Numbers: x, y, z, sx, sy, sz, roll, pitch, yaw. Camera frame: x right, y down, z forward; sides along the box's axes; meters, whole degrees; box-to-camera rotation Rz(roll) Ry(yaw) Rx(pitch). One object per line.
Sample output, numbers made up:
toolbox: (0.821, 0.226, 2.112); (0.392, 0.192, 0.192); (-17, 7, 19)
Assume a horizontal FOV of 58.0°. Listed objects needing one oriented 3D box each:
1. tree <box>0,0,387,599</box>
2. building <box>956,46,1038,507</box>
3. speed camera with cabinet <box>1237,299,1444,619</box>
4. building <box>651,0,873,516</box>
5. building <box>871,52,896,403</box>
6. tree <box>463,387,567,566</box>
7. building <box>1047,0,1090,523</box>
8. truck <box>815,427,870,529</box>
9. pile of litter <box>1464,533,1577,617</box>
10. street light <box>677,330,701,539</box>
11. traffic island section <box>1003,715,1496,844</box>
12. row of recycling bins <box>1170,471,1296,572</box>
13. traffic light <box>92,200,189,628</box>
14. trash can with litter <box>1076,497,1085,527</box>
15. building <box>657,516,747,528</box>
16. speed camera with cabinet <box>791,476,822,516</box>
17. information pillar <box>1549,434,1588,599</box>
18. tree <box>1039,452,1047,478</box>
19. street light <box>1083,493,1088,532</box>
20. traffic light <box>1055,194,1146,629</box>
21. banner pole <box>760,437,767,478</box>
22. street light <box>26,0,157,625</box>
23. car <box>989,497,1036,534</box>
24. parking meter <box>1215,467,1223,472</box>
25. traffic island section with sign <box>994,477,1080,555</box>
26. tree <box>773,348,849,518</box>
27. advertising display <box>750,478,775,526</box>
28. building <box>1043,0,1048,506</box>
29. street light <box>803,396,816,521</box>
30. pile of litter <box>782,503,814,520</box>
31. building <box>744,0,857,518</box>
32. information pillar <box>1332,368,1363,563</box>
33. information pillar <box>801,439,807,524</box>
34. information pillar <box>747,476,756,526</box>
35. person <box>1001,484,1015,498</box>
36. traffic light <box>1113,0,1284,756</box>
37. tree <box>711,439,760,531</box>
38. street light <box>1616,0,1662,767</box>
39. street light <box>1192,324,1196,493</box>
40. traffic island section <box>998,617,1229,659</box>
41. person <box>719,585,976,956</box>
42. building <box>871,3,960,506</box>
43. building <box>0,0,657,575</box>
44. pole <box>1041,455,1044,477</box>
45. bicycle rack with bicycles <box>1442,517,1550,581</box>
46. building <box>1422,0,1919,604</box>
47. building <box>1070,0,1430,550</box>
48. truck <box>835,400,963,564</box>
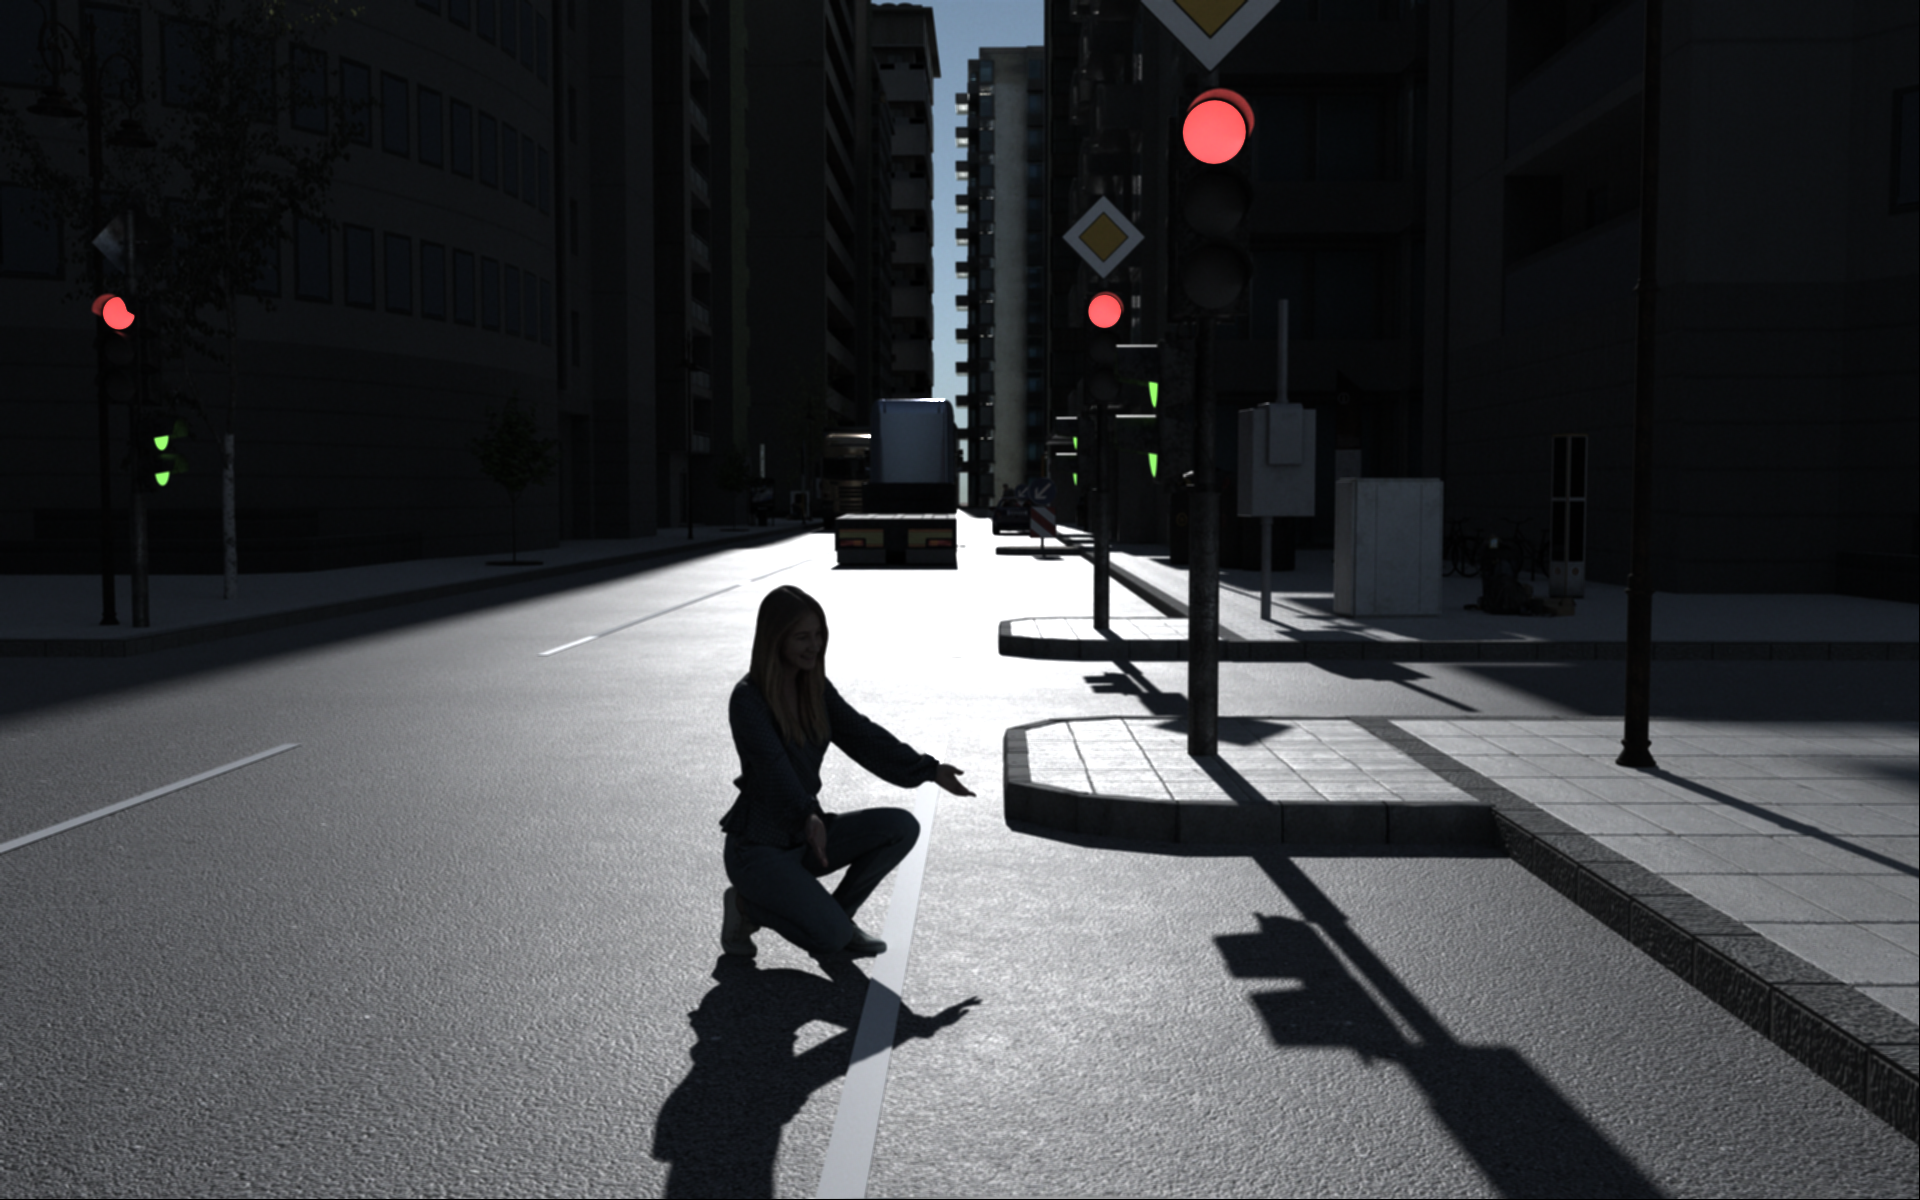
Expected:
tree: (-9.167, -4.317, 20.944); (4.360, 8.622, 3.978); (0, 3, 0)
building: (14.857, -34.635, 185.887); (30.456, 49.044, 23.786); (0, 4, 1)
speed camera with cabinet: (3.948, -1.447, 17.990); (2.038, 3.252, 0.660); (0, 4, -7)
building: (-13.528, -26.693, 120.021); (14.154, 41.232, 14.086); (0, 4, 1)
building: (-17.901, -28.133, 151.852); (23.993, 40.220, 32.217); (0, 4, 1)
tree: (-7.966, -2.251, 31.401); (1.663, 3.219, 1.824); (0, 3, 0)
building: (11.115, -18.972, 81.894); (14.160, 30.474, 14.107); (0, 4, 1)
truck: (-4.460, -5.217, 74.211); (2.839, 4.237, 11.283); (0, 4, -1)
pile of litter: (6.114, -0.300, 18.877); (1.176, 0.858, 1.719); (1, 4, 15)
street light: (-7.663, -4.665, 49.064); (0.468, 5.910, 1.993); (0, 4, 1)
traffic island section: (1.219, 0.840, 8.548); (2.009, 0.180, 2.903); (0, 4, 1)
row of recycling bins: (4.758, -1.420, 30.331); (1.069, 1.692, 3.534); (-1, 4, -20)
traffic light: (-7.879, -1.692, 16.578); (0.839, 4.253, 0.868); (0, 4, 1)
trash can with litter: (4.924, -3.501, 68.633); (0.624, 1.170, 1.055); (0, 4, -2)
building: (-16.221, -23.472, 67.363); (14.154, 41.232, 14.086); (0, 4, 1)
speed camera with cabinet: (-7.902, -5.943, 91.512); (2.038, 3.252, 0.660); (-1, 4, -14)
information pillar: (7.466, -1.025, 21.257); (0.304, 2.012, 0.304); (-1, 4, -23)
tree: (6.016, -6.827, 95.336); (4.285, 4.588, 4.351); (0, 3, 0)
street light: (4.258, -5.243, 58.516); (0.468, 5.910, 1.993); (0, 4, 1)
traffic light: (1.331, -1.682, 16.419); (0.839, 4.253, 0.868); (0, 4, 1)
banner pole: (-8.611, -5.265, 76.094); (0.401, 3.779, 0.863); (-2, 4, -29)
street light: (-8.352, -2.694, 16.830); (0.468, 5.910, 1.993); (0, 4, 1)
car: (2.032, -3.076, 62.875); (1.945, 1.354, 3.894); (0, 4, 0)
parking meter: (5.346, -1.874, 36.357); (0.255, 1.863, 0.399); (3, 5, 44)
traffic island section with sign: (1.849, -2.006, 41.422); (1.989, 1.847, 2.006); (0, 4, 1)
tree: (-7.658, -8.429, 88.172); (4.737, 8.622, 4.395); (0, 3, 0)
advertising display: (-7.848, -3.892, 68.843); (0.974, 1.923, 0.123); (0, 4, 7)
building: (16.532, -35.632, 124.581); (21.231, 58.520, 28.212); (0, 4, 1)
street light: (-7.077, -6.661, 81.696); (0.468, 5.910, 1.993); (0, 4, 1)
pile of litter: (-8.093, -4.377, 85.524); (1.719, 0.858, 1.176); (1, 4, 17)
building: (-17.618, -29.258, 102.063); (21.300, 48.544, 21.600); (0, 4, 1)
information pillar: (7.222, -2.502, 32.262); (0.504, 3.616, 0.183); (1, 4, 23)
information pillar: (-6.652, -5.030, 73.591); (0.183, 3.616, 0.504); (0, 4, 3)
information pillar: (-8.477, -4.032, 70.413); (0.304, 2.012, 0.304); (-1, 4, -20)
person: (1.958, -3.776, 70.043); (0.655, 1.846, 0.447); (3, 4, 37)
traffic light: (1.179, -1.194, 8.435); (0.839, 4.253, 0.868); (0, 4, 1)
tree: (-7.745, -4.016, 60.264); (1.663, 3.219, 1.824); (0, 3, 0)
street light: (3.204, -2.156, 8.033); (0.468, 5.910, 1.993); (0, 4, 1)
street light: (3.585, -3.268, 26.221); (0.468, 5.910, 1.993); (0, 4, 1)
traffic island section: (1.371, 0.352, 16.532); (2.009, 0.180, 2.903); (0, 4, 1)
person: (-0.361, 0.526, 5.402); (0.738, 1.151, 1.012); (3, 4, 38)
building: (-14.061, -36.683, 189.008); (27.495, 52.752, 28.713); (0, 4, 1)
building: (-20.094, -30.325, 37.809); (21.231, 58.520, 28.212); (0, 4, 1)
pole: (4.348, -5.946, 91.058); (0.158, 3.312, 0.155); (0, 3, 0)
bicycle rack with bicycles: (7.418, -0.789, 26.283); (2.852, 0.926, 2.925); (-1, 4, -17)
building: (23.298, -29.521, 24.662); (28.212, 58.520, 21.231); (0, 4, 1)
building: (14.723, -26.387, 51.028); (23.786, 49.044, 30.456); (0, 4, 1)
truck: (-1.334, -3.297, 43.663); (2.967, 4.110, 18.799); (0, 4, 0)
